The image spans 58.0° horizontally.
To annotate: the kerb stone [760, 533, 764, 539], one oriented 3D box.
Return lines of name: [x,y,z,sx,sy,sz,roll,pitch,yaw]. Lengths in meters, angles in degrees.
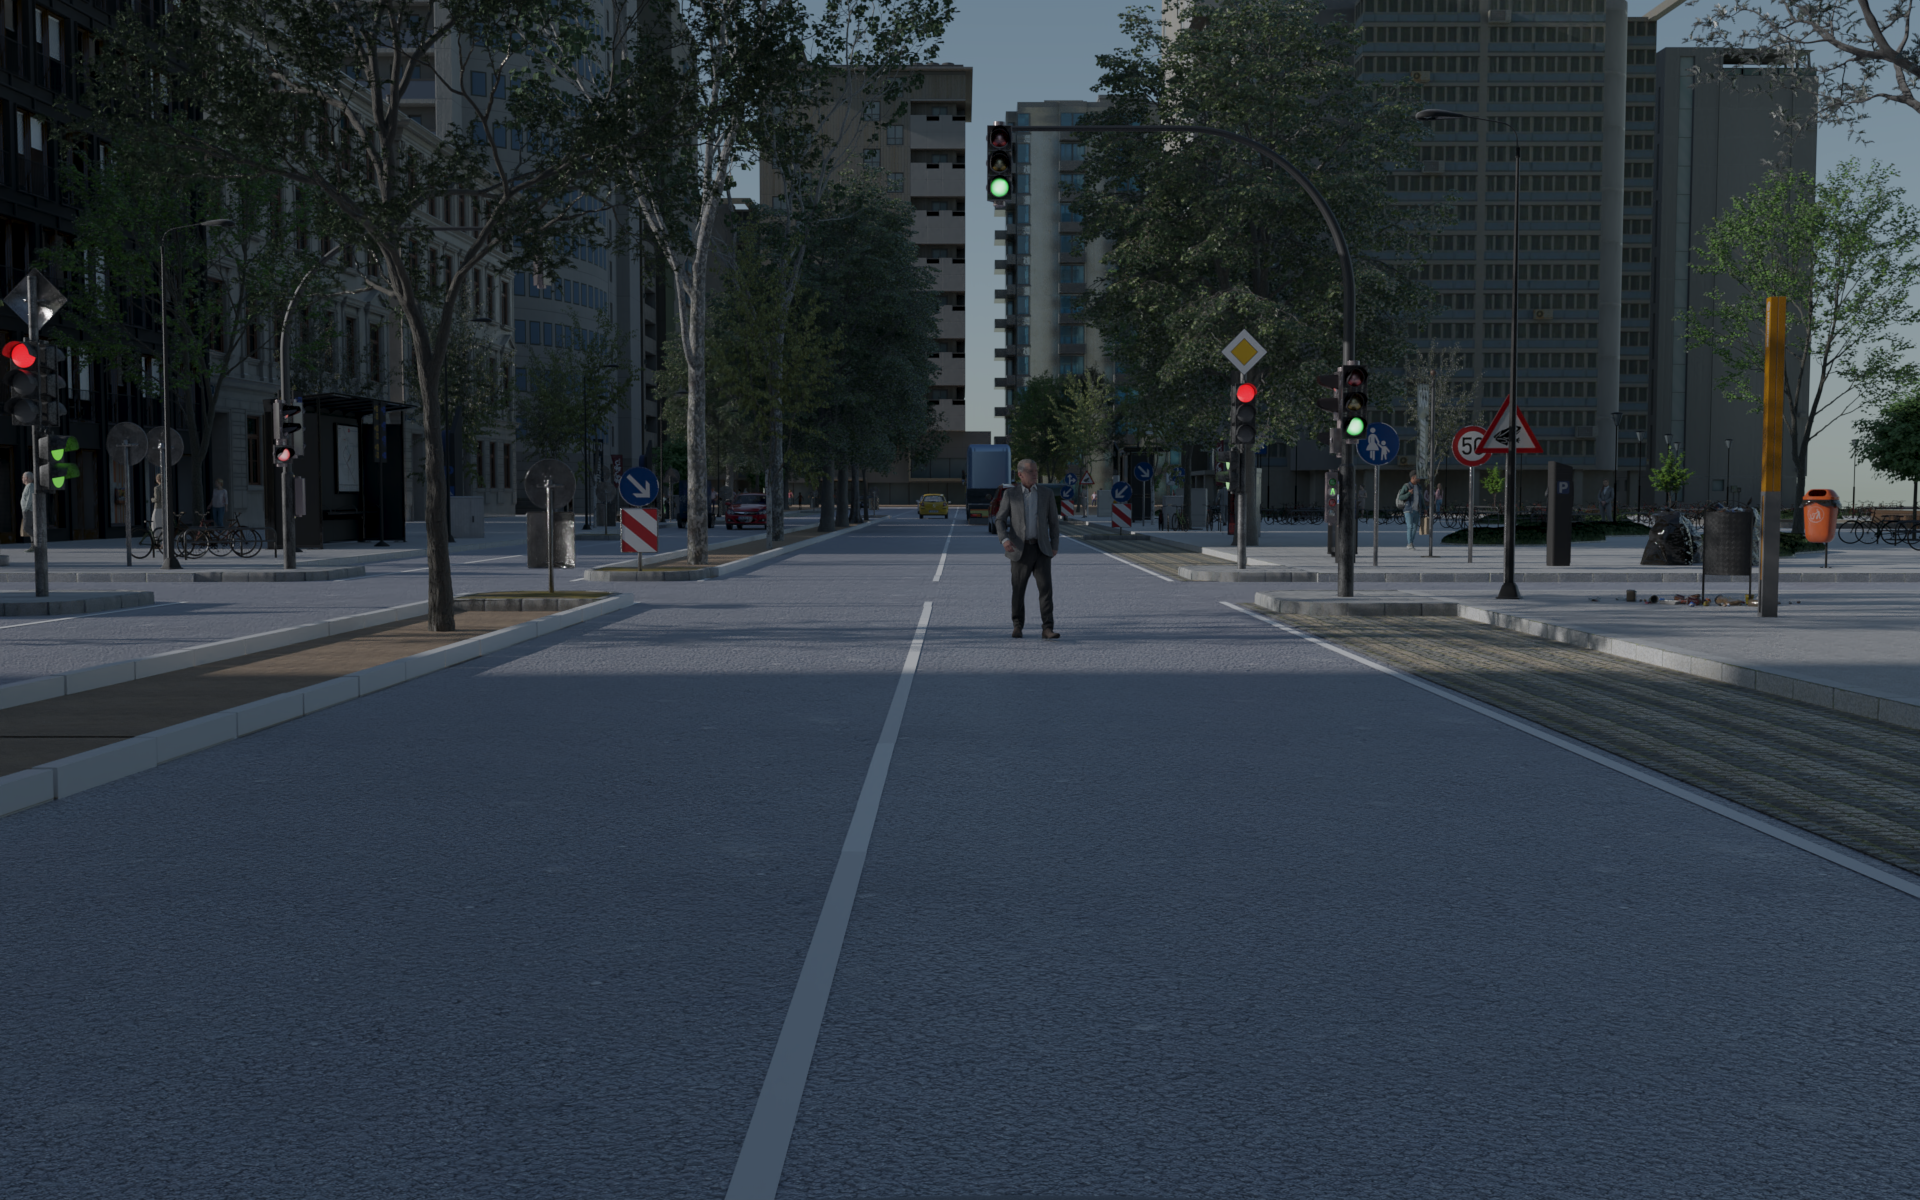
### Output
kerb stone: [-6.334,-1.961,54.256,0.120,0.150,1.000,0,3,0]

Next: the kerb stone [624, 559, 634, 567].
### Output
kerb stone: [-6.363,-0.641,32.753,0.120,0.150,1.000,0,3,0]

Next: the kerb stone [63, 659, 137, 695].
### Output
kerb stone: [-6.389,0.576,12.774,0.120,0.150,1.000,0,3,0]

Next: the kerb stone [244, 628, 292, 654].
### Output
kerb stone: [-6.388,0.388,15.844,0.120,0.150,1.000,0,3,0]

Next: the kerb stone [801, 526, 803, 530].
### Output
kerb stone: [-6.323,-2.776,67.590,0.120,0.150,1.000,0,3,0]

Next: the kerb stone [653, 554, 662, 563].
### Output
kerb stone: [-6.366,-0.829,35.823,0.120,0.150,1.000,0,3,0]

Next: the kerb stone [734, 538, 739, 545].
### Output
kerb stone: [-6.344,-1.585,48.107,0.120,0.150,1.000,0,3,0]

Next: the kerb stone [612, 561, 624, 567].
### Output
kerb stone: [-6.369,-0.583,31.730,0.120,0.150,1.000,0,3,0]

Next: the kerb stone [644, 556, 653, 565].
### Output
kerb stone: [-6.365,-0.765,34.798,0.120,0.150,1.000,0,3,0]

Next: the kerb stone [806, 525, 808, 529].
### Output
kerb stone: [-6.322,-2.902,69.639,0.120,0.150,1.000,0,3,0]

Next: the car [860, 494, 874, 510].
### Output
car: [-8.419,-8.928,155.765,2.009,1.686,4.222,0,4,0]

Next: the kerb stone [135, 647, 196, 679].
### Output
kerb stone: [-6.389,0.517,13.801,0.120,0.150,1.000,0,3,0]

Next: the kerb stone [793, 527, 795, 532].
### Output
kerb stone: [-6.332,-2.584,64.513,0.120,0.150,1.000,0,3,0]

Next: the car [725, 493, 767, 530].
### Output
car: [-8.474,-3.786,70.934,2.155,1.783,4.494,0,4,1]

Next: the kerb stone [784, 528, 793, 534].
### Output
kerb stone: [-6.330,-2.522,63.491,0.120,0.150,1.000,0,3,0]

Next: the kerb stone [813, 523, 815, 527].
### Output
kerb stone: [-6.312,-3.087,72.722,0.120,0.150,1.000,0,3,0]

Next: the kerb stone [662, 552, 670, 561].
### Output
kerb stone: [-6.360,-0.896,36.850,0.120,0.150,1.000,0,3,0]

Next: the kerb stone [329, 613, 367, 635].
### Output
kerb stone: [-6.390,0.263,17.896,0.120,0.150,1.000,0,3,0]

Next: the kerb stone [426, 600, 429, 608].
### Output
kerb stone: [-6.382,0.076,20.969,0.120,0.150,1.000,0,3,0]

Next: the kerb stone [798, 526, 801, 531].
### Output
kerb stone: [-6.334,-2.709,66.564,0.120,0.150,1.000,0,3,0]

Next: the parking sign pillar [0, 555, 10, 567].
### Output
parking sign pillar: [-17.696,-2.579,30.635,1.447,3.967,1.447,1,4,13]

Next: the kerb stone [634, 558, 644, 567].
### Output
kerb stone: [-6.369,-0.707,33.775,0.120,0.150,1.000,0,3,0]

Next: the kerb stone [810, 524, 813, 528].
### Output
kerb stone: [-6.310,-3.027,71.692,0.120,0.150,1.000,0,3,0]

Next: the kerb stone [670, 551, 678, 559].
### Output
kerb stone: [-6.355,-0.959,37.872,0.120,0.150,1.000,0,3,0]

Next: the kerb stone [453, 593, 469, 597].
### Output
kerb stone: [-6.381,0.013,21.991,0.120,0.150,1.000,0,3,0]

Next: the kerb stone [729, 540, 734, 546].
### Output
kerb stone: [-6.350,-1.522,47.085,0.120,0.150,1.000,0,3,0]

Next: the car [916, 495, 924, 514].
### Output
car: [-2.126,-6.857,124.471,2.083,1.381,4.827,0,4,-1]

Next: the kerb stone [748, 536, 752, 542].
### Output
kerb stone: [-6.346,-1.773,51.178,0.120,0.150,1.000,0,3,0]

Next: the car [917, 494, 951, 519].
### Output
car: [-1.533,-5.602,101.821,2.015,1.641,3.980,0,4,0]

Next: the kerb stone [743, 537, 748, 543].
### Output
kerb stone: [-6.342,-1.710,50.156,0.120,0.150,1.000,0,3,0]

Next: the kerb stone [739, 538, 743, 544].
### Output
kerb stone: [-6.347,-1.645,49.134,0.120,0.150,1.000,0,3,0]

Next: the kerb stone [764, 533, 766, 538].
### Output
kerb stone: [-6.331,-2.023,55.279,0.120,0.150,1.000,0,3,0]

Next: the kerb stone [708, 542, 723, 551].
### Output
kerb stone: [-6.357,-1.397,45.038,0.120,0.150,1.000,0,3,0]

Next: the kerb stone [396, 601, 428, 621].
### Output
kerb stone: [-6.378,0.138,19.946,0.120,0.150,1.000,0,3,0]

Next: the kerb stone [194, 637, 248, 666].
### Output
kerb stone: [-6.388,0.451,14.822,0.120,0.150,1.000,0,3,0]

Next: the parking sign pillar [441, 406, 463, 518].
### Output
parking sign pillar: [-15.359,-3.907,52.359,1.447,3.967,1.447,0,4,-6]

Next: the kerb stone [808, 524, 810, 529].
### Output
kerb stone: [-6.318,-2.964,70.662,0.120,0.150,1.000,0,3,0]

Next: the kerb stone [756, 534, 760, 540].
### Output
kerb stone: [-6.340,-1.898,53.232,0.120,0.150,1.000,0,3,0]

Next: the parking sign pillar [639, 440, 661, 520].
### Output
parking sign pillar: [-15.526,-5.940,85.583,1.447,3.967,1.447,0,4,0]

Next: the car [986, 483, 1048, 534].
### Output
car: [2.101,-3.355,63.525,2.281,1.827,5.304,0,4,-1]

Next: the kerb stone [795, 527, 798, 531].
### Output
kerb stone: [-6.321,-2.651,65.535,0.120,0.150,1.000,0,3,0]

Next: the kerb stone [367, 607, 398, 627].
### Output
kerb stone: [-6.389,0.205,18.918,0.120,0.150,1.000,0,3,0]

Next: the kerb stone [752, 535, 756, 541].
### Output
kerb stone: [-6.344,-1.835,52.201,0.120,0.150,1.000,0,3,0]

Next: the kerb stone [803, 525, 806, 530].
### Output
kerb stone: [-6.323,-2.838,68.617,0.120,0.150,1.000,0,3,0]

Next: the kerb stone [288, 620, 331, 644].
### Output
kerb stone: [-6.394,0.326,16.866,0.120,0.150,1.000,0,3,0]

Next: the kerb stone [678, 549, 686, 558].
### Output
kerb stone: [-6.358,-1.021,38.896,0.120,0.150,1.000,0,3,0]

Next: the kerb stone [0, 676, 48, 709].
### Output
kerb stone: [-6.397,0.643,11.752,0.120,0.150,1.000,0,3,0]

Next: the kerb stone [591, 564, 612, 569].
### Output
kerb stone: [-6.380,-0.517,30.708,0.120,0.150,1.000,0,3,0]

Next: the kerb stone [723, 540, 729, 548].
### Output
kerb stone: [-6.346,-1.453,46.061,0.120,0.150,1.000,0,3,0]
